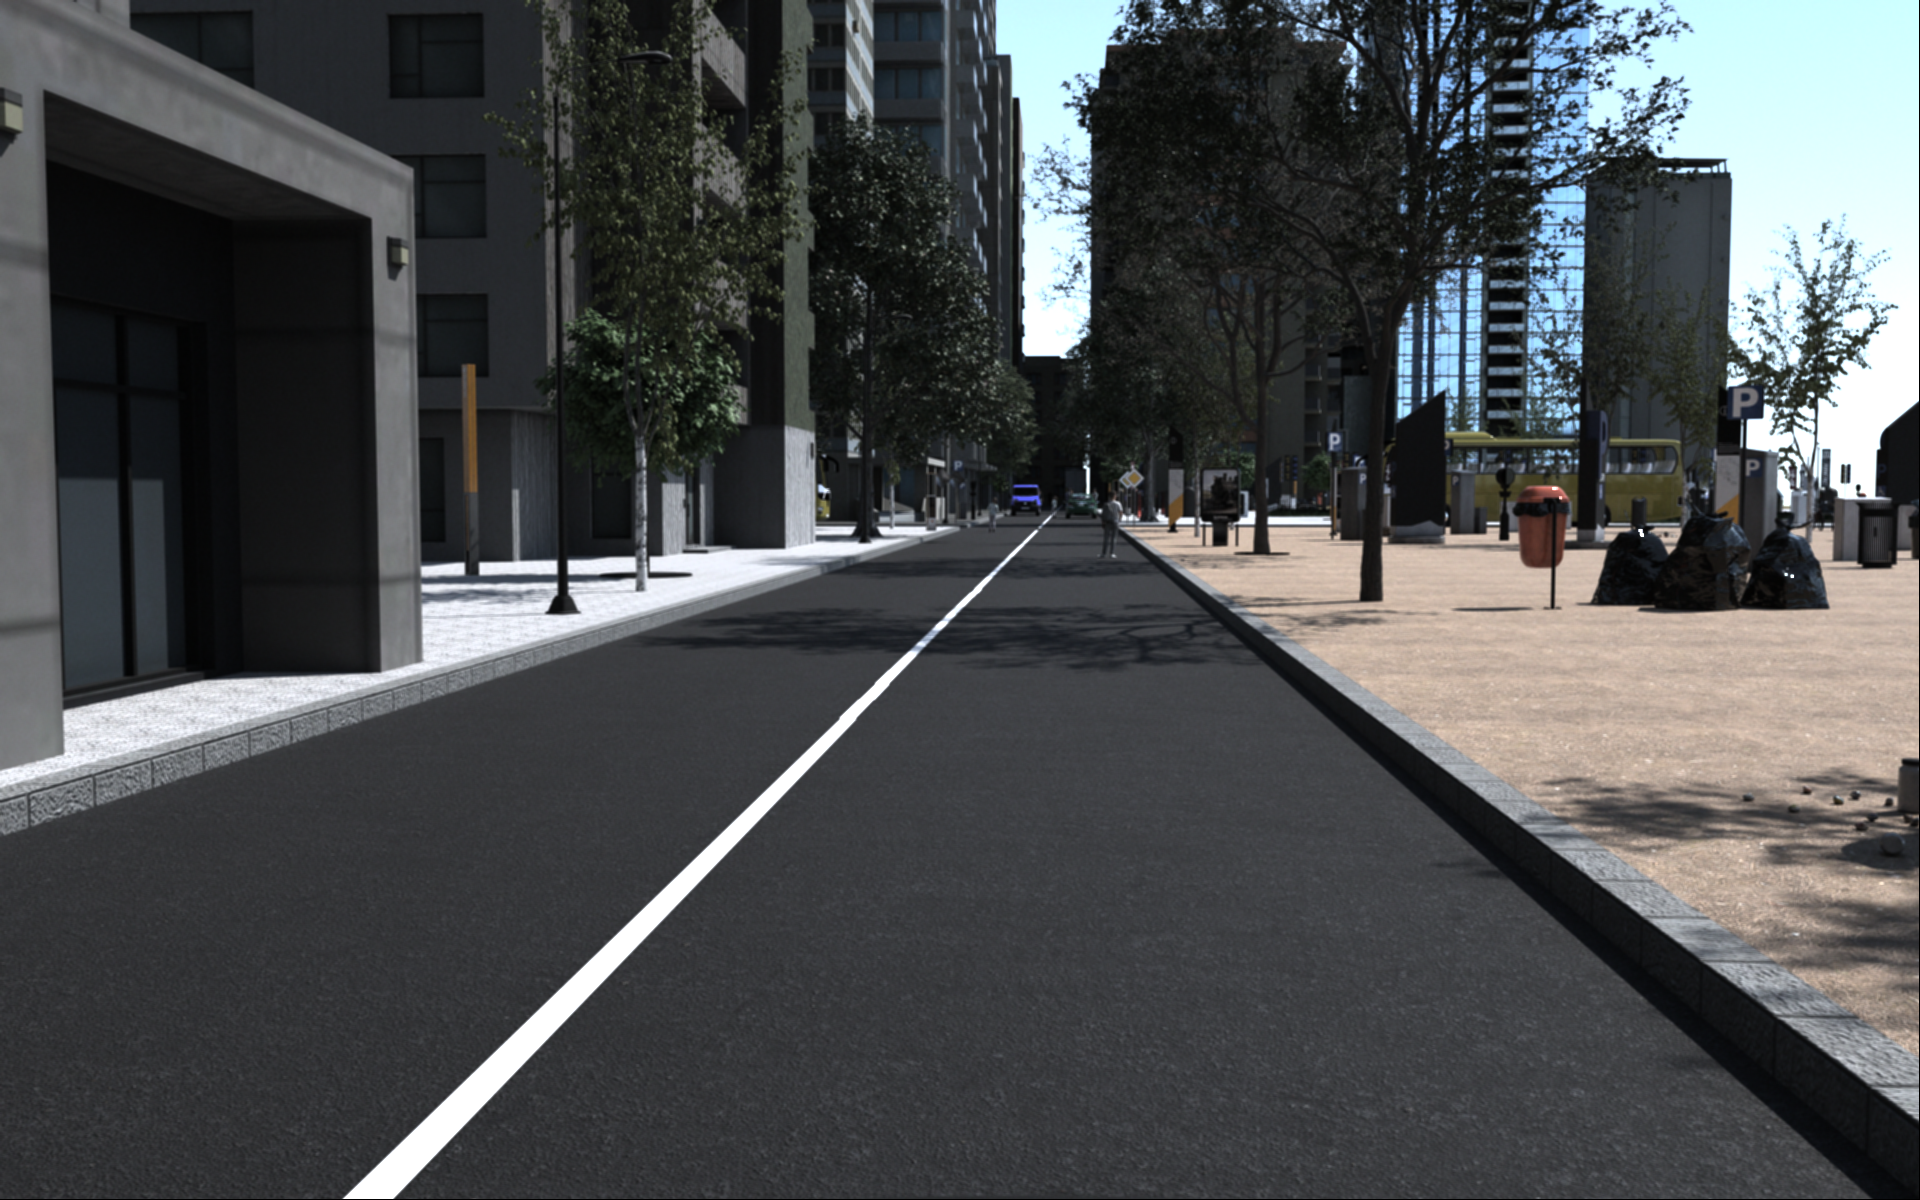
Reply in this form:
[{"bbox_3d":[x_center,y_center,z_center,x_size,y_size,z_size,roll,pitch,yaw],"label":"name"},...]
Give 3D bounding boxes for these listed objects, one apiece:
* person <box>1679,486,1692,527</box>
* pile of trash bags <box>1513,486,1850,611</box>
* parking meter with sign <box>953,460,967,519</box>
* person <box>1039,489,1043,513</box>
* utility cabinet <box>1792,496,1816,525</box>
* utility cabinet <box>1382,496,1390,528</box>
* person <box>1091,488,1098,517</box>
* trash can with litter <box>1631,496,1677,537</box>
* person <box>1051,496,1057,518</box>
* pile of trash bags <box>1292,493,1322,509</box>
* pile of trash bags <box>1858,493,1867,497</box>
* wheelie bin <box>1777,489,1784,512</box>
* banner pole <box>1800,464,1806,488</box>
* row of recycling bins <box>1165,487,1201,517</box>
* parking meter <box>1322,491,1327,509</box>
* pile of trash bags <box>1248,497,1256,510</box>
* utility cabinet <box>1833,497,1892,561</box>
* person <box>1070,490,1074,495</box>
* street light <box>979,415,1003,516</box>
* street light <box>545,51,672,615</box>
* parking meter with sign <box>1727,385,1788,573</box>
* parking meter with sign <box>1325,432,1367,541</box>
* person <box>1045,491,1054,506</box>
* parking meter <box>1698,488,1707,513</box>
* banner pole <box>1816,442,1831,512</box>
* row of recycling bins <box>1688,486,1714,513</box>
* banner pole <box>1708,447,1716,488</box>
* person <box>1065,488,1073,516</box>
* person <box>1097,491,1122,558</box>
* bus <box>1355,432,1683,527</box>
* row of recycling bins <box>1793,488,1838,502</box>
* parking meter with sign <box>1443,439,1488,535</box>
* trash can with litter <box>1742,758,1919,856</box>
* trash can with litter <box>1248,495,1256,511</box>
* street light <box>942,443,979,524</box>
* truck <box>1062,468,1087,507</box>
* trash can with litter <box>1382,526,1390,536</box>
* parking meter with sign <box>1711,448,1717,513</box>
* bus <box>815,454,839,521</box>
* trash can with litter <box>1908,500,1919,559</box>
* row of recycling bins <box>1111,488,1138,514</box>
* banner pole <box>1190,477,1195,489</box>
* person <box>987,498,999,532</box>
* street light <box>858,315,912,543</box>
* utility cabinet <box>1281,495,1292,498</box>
[{"bbox_3d":[29.445,-3.742,70.228,0.362,1.759,0.519,-2,4,-28],"label":"person"},{"bbox_3d":[7.950,-0.613,19.783,3.447,1.369,1.912,-1,4,-11],"label":"pile of trash bags"},{"bbox_3d":[0.041,-5.662,88.827,0.543,3.016,1.738,-1,4,-10],"label":"parking meter with sign"},{"bbox_3d":[6.069,-7.523,131.597,0.616,1.811,0.778,-1,4,-15],"label":"person"},{"bbox_3d":[35.489,-3.774,72.870,1.020,1.237,0.306,-1,4,-23],"label":"utility cabinet"},{"bbox_3d":[15.263,-3.053,61.074,1.020,1.237,0.306,-3,4,-39],"label":"utility cabinet"},{"bbox_3d":[8.284,-6.031,107.283,0.511,1.800,0.466,2,4,27],"label":"person"},{"bbox_3d":[20.659,-2.487,51.717,2.233,1.210,1.678,-1,4,-22],"label":"trash can with litter"},{"bbox_3d":[5.502,-5.449,101.869,0.394,1.301,0.425,2,4,28],"label":"person"},{"bbox_3d":[27.643,-7.808,137.406,1.912,1.369,3.447,-2,4,-33],"label":"pile of trash bags"},{"bbox_3d":[47.503,-5.036,92.088,3.447,1.369,1.912,1,4,12],"label":"pile of trash bags"},{"bbox_3d":[47.396,-5.666,100.550,0.693,1.594,0.980,3,5,41],"label":"wheelie bin"},{"bbox_3d":[61.629,-8.341,126.388,0.863,3.779,0.401,-1,4,-12],"label":"banner pole"},{"bbox_3d":[13.055,-5.408,95.540,3.534,1.692,1.069,-1,4,-12],"label":"row of recycling bins"},{"bbox_3d":[27.680,-7.537,131.641,0.372,1.533,0.369,0,3,0],"label":"parking meter"},{"bbox_3d":[22.844,-7.878,138.563,1.912,1.369,3.447,1,4,10],"label":"pile of trash bags"},{"bbox_3d":[17.405,-1.361,33.414,1.020,1.237,0.306,-1,4,-9],"label":"utility cabinet"},{"bbox_3d":[9.455,-8.384,145.823,0.600,1.795,0.529,-1,4,-10],"label":"person"},{"bbox_3d":[1.704,-7.878,101.349,1.470,5.913,1.316,0,4,4],"label":"street light"},{"bbox_3d":[-3.723,-2.804,18.381,1.470,5.913,1.316,0,4,4],"label":"street light"},{"bbox_3d":[13.151,-1.969,28.454,0.543,3.016,1.738,3,5,42],"label":"parking meter with sign"},{"bbox_3d":[10.963,-3.176,48.185,0.543,3.016,1.738,-2,4,-31],"label":"parking meter with sign"},{"bbox_3d":[11.083,-12.570,214.152,1.348,1.807,0.705,-1,4,-9],"label":"person"},{"bbox_3d":[33.578,-4.276,78.331,0.372,1.533,0.369,0,3,0],"label":"parking meter"},{"bbox_3d":[41.698,-5.733,83.757,0.863,3.779,0.401,0,4,-2],"label":"banner pole"},{"bbox_3d":[38.110,-4.950,88.041,1.069,1.692,3.534,0,4,-4],"label":"row of recycling bins"},{"bbox_3d":[35.715,-5.618,81.863,0.863,3.779,0.401,-1,4,-22],"label":"banner pole"},{"bbox_3d":[7.184,-6.435,113.895,0.473,1.802,0.592,-1,4,-11],"label":"person"},{"bbox_3d":[3.372,-1.705,38.980,0.503,1.515,0.523,-2,4,-24],"label":"person"},{"bbox_3d":[22.166,-4.738,69.016,12.252,3.916,2.896,0,4,4],"label":"bus"},{"bbox_3d":[54.335,-6.301,110.138,1.069,1.692,3.534,-1,4,-16],"label":"row of recycling bins"},{"bbox_3d":[16.035,-3.600,55.122,1.738,3.016,0.543,-2,4,-30],"label":"parking meter with sign"},{"bbox_3d":[3.758,0.300,6.156,1.678,1.210,2.233,1,4,22],"label":"trash can with litter"},{"bbox_3d":[22.029,-7.329,130.880,1.678,1.210,2.233,0,4,-7],"label":"trash can with litter"},{"bbox_3d":[-0.068,-6.247,74.672,1.470,5.913,1.316,0,4,4],"label":"street light"},{"bbox_3d":[12.871,-12.539,193.926,2.839,4.237,11.283,0,4,3],"label":"truck"},{"bbox_3d":[13.169,-2.513,52.478,0.624,1.170,1.055,-3,5,-45],"label":"trash can with litter"},{"bbox_3d":[28.367,-4.186,64.706,0.543,3.016,1.738,1,4,21],"label":"parking meter with sign"},{"bbox_3d":[-11.289,-4.901,71.672,12.252,3.916,2.896,0,4,5],"label":"bus"},{"bbox_3d":[19.212,-1.384,34.012,0.624,1.170,1.055,-2,4,-27],"label":"trash can with litter"},{"bbox_3d":[10.790,-6.315,110.369,1.069,1.692,3.534,3,5,42],"label":"row of recycling bins"},{"bbox_3d":[19.287,-9.411,143.883,0.401,3.779,0.863,-2,4,-34],"label":"banner pole"},{"bbox_3d":[1.214,-3.186,64.865,0.425,1.301,0.394,-1,4,-15],"label":"person"},{"bbox_3d":[-1.940,-4.435,45.056,1.470,5.913,1.316,0,4,4],"label":"street light"},{"bbox_3d":[24.505,-7.310,130.680,1.020,1.237,0.306,0,4,6],"label":"utility cabinet"}]
